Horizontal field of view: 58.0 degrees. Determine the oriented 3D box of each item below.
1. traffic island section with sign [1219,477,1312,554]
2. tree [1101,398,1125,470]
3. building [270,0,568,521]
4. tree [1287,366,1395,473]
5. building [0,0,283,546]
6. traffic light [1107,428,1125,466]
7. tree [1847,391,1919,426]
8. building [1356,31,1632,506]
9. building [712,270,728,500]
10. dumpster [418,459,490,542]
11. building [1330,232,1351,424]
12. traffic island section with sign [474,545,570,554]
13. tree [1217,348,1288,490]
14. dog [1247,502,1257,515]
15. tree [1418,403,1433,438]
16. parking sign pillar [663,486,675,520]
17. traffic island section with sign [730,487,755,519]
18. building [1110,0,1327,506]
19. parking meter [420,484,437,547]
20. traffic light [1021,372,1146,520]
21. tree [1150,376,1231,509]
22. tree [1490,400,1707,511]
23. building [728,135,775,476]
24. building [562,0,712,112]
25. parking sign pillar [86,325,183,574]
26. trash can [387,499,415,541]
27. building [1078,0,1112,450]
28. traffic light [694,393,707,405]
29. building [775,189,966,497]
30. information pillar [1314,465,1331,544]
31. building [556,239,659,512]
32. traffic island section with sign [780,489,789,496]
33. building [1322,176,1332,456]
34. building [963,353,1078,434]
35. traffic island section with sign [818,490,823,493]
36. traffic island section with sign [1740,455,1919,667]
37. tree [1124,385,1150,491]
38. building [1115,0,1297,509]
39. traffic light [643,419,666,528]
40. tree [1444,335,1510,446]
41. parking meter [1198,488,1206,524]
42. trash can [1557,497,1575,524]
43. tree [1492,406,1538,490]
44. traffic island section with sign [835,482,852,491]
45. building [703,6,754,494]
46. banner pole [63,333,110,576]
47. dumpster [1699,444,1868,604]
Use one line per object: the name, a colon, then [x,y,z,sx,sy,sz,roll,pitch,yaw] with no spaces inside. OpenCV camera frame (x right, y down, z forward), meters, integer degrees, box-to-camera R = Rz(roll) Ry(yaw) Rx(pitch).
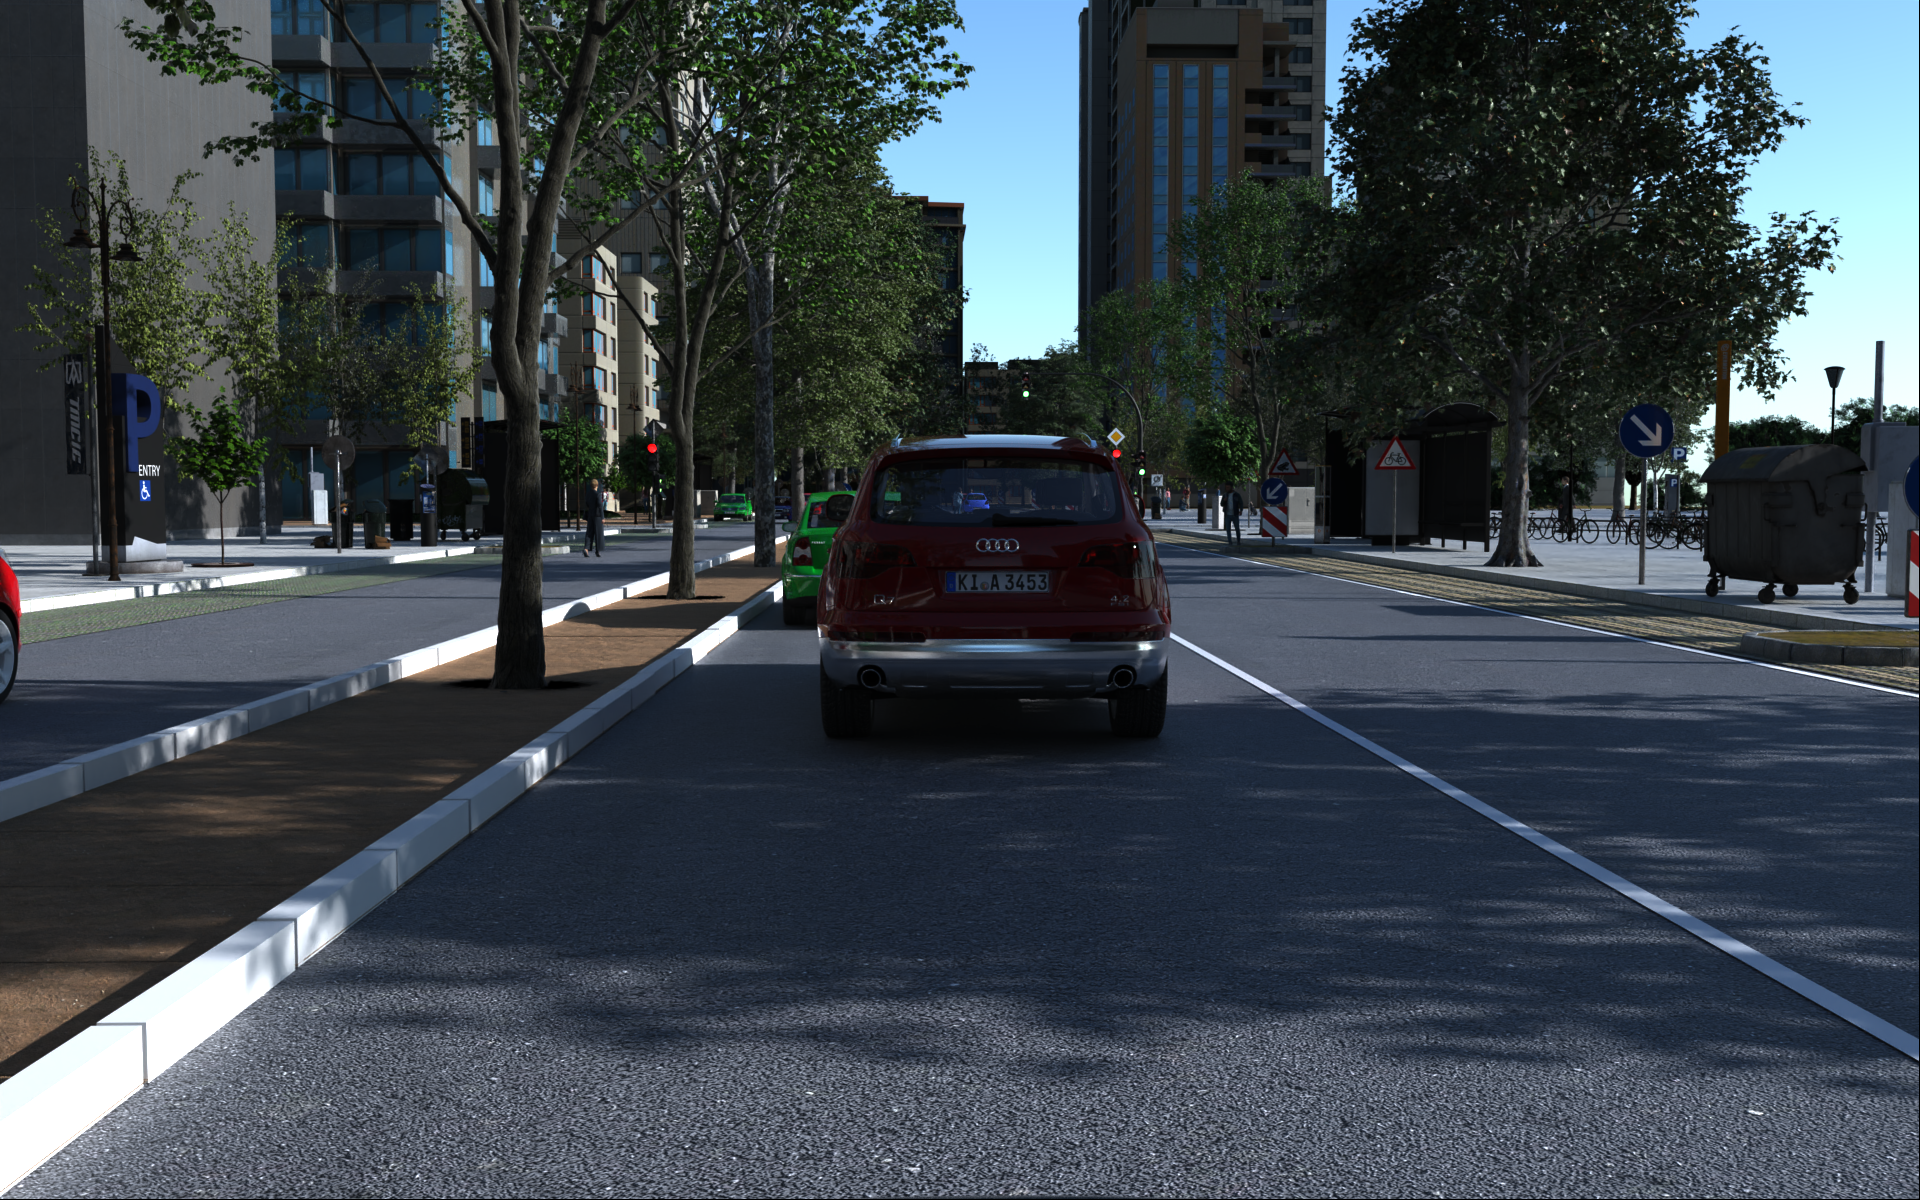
traffic island section with sign: [7.385,-2.051,42.167,1.989,1.847,2.006,0,4,-1]
tree: [12.469,-10.907,128.687,4.737,8.622,4.395,0,3,0]
building: [-34.163,-28.985,93.510,23.786,49.044,30.456,0,4,-1]
tree: [18.734,-8.080,82.463,4.360,8.622,3.978,0,3,0]
building: [-36.488,-14.063,49.001,30.058,24.678,14.314,0,4,-1]
traffic light: [6.550,-5.145,73.034,0.839,4.253,0.868,0,4,-1]
tree: [54.111,-8.258,97.926,20.602,7.101,11.467,0,4,3]
building: [60.303,-37.532,202.892,27.495,52.752,28.713,0,4,-1]
building: [-32.344,-25.142,182.775,14.160,30.474,14.107,0,4,-1]
dumpster: [-13.844,-2.744,47.351,1.502,2.255,1.985,0,4,-1]
building: [58.428,-34.464,247.086,14.086,41.232,14.154,0,4,-1]
traffic island section with sign: [-10.537,-2.035,41.905,1.989,1.847,2.006,0,4,-1]
tree: [15.625,-8.396,87.631,4.360,8.622,3.978,0,3,0]
dog: [17.636,-5.484,104.035,0.513,0.831,0.800,-1,4,-10]
tree: [33.923,-10.984,129.944,4.737,8.622,4.395,0,3,0]
parking sign pillar: [-14.302,-6.057,87.505,1.447,3.967,1.447,0,4,-5]
traffic island section with sign: [-11.967,-5.494,98.462,1.989,1.847,2.006,0,4,-1]
building: [24.441,-45.102,175.673,20.563,71.187,20.611,0,4,-1]
parking meter: [-13.007,-2.077,42.376,0.372,1.533,0.369,0,3,0]
traffic light: [4.664,-5.516,64.857,4.771,5.953,1.251,0,4,-1]
tree: [14.448,-9.361,103.419,4.737,8.622,4.395,0,3,0]
tree: [49.520,-14.406,137.366,18.604,14.587,13.155,0,4,-2]
building: [-41.975,-40.498,251.378,27.495,52.752,28.713,0,4,-1]
building: [-37.725,-34.950,160.672,28.713,52.752,27.495,0,4,-1]
parking sign pillar: [-13.562,-2.440,28.361,1.447,3.967,1.447,0,4,2]
trash can: [-15.344,-2.197,47.577,0.748,1.137,0.748,0,3,0]
building: [24.289,-40.325,201.318,21.231,58.520,28.212,0,4,-1]
traffic light: [-9.516,-5.993,72.646,4.771,5.953,1.251,0,4,-1]
building: [-13.759,-36.451,250.593,28.867,44.769,22.147,0,4,-1]
information pillar: [9.332,-2.451,44.574,0.304,2.012,0.304,3,5,43]
building: [-38.928,-17.542,131.849,27.650,21.520,28.899,0,4,-1]
traffic island section with sign: [-12.669,-7.160,125.697,1.989,1.847,2.006,0,4,-1]
building: [40.496,-38.314,250.142,21.600,48.544,21.300,0,4,-1]
building: [15.153,-25.032,254.311,28.899,21.520,27.650,0,4,-1]
traffic island section with sign: [-13.908,-10.141,174.426,1.989,1.847,2.006,0,4,-1]
traffic island section with sign: [8.066,-0.403,15.221,1.989,1.847,2.006,0,4,-1]
tree: [13.389,-10.087,115.291,4.737,8.622,4.395,0,3,0]
building: [21.979,-31.077,158.222,14.600,45.320,14.200,0,4,-1]
traffic light: [-11.402,-4.627,64.576,0.839,4.253,0.868,0,4,-1]
tree: [22.811,-7.668,75.726,4.360,8.622,3.978,0,3,0]
parking meter: [10.518,-4.089,75.260,0.372,1.533,0.369,0,3,0]
trash can: [26.087,-3.851,74.615,0.748,1.137,0.748,0,3,0]
tree: [29.538,-8.656,91.891,4.737,8.622,4.395,0,3,0]
traffic island section with sign: [-4.815,-3.938,72.521,2.006,1.907,1.989,0,4,-1]
building: [-40.853,-54.399,202.098,31.000,86.520,22.319,0,4,-1]
banner pole: [-13.765,-2.273,27.182,0.863,3.779,0.401,2,4,27]
dumpster: [9.890,-0.922,20.827,1.264,1.857,1.865,0,4,-1]
